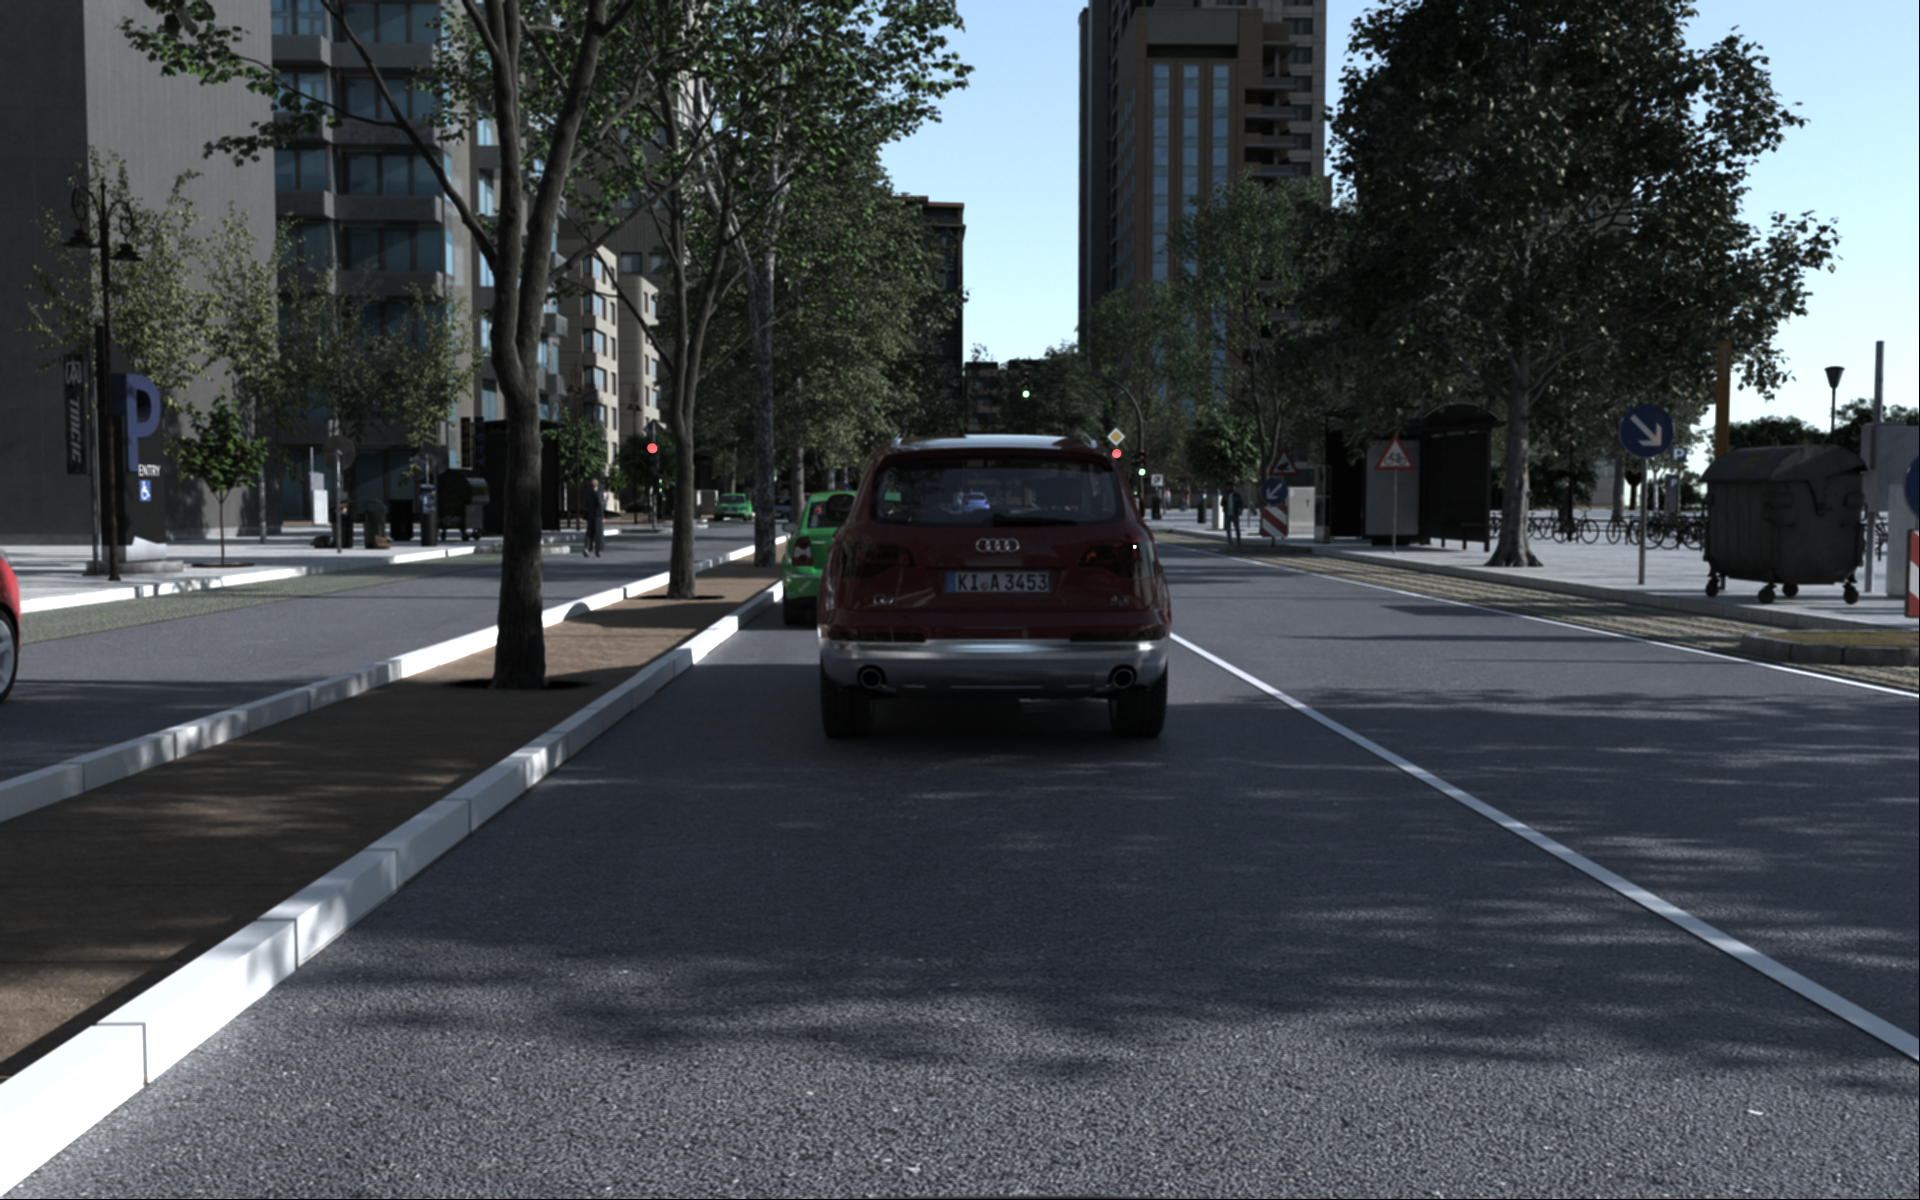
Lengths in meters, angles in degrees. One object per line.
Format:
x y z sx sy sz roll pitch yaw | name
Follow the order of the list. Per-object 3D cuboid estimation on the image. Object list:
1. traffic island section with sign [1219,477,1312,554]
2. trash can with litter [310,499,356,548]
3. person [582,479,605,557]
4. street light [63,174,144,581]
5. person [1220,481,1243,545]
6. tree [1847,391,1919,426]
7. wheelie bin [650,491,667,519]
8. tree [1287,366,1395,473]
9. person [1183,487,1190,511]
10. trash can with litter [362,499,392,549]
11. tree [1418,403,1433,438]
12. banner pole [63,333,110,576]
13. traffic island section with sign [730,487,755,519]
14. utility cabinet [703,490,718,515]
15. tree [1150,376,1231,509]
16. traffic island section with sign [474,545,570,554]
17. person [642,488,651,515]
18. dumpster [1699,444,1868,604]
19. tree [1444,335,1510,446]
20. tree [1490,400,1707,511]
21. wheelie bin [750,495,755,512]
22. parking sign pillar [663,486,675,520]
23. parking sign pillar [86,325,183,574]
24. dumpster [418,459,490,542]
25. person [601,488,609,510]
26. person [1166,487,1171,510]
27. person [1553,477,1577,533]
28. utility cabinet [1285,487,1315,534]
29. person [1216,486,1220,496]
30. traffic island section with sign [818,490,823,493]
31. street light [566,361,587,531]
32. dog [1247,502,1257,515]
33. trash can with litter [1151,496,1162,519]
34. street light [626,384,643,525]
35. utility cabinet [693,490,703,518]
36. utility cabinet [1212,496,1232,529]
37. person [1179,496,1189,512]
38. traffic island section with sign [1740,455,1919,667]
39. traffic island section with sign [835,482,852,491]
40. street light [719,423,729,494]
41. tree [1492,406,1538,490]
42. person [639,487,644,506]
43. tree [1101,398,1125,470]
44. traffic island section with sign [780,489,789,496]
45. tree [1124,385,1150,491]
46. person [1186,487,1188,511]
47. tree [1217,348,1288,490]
7.385 -2.051 42.167 1.989 1.847 2.006 0 4 -1 | traffic island section with sign
-14.870 -1.812 41.008 1.055 1.170 0.624 1 4 8 | trash can with litter
-8.296 -1.858 39.299 0.576 1.772 0.534 1 4 9 | person
-12.510 -3.221 25.444 0.468 5.910 1.993 0 4 -1 | street light
7.369 -2.332 46.983 0.623 1.781 0.721 1 4 9 | person
54.111 -8.258 97.926 20.602 7.101 11.467 0 4 3 | tree
-15.530 -4.967 89.121 0.693 1.594 0.980 1 4 9 | wheelie bin
18.734 -8.080 82.463 4.360 8.622 3.978 0 3 0 | tree
17.543 -7.843 134.254 0.580 1.828 0.573 0 4 -6 | person
-13.586 -1.784 40.561 0.624 1.170 1.055 -3 4 -38 | trash can with litter
33.923 -10.984 129.944 4.737 8.622 4.395 0 3 0 | tree
-13.765 -2.273 27.182 0.863 3.779 0.401 2 4 27 | banner pole
-11.967 -5.494 98.462 1.989 1.847 2.006 0 4 -1 | traffic island section with sign
-15.069 -5.807 103.615 1.173 1.500 0.318 2 4 24 | utility cabinet
14.448 -9.361 103.419 4.737 8.622 4.395 0 3 0 | tree
-10.537 -2.035 41.905 1.989 1.847 2.006 0 4 -1 | traffic island section with sign
-19.604 -6.256 108.331 0.555 1.821 0.388 0 4 -8 | person
9.890 -0.922 20.827 1.264 1.857 1.865 0 4 -1 | dumpster
22.811 -7.668 75.726 4.360 8.622 3.978 0 3 0 | tree
49.520 -14.406 137.366 18.604 14.587 13.155 0 4 -2 | tree
-15.168 -7.166 125.065 0.693 1.594 0.980 -2 4 -26 | wheelie bin
-14.302 -6.057 87.505 1.447 3.967 1.447 0 4 -5 | parking sign pillar
-13.562 -2.440 28.361 1.447 3.967 1.447 0 4 2 | parking sign pillar
-13.844 -2.744 47.351 1.502 2.255 1.985 0 4 -1 | dumpster
-21.367 -5.942 104.030 0.563 1.720 0.643 -2 4 -26 | person
16.701 -8.131 139.001 0.388 1.821 0.555 2 4 35 | person
19.735 -3.097 56.459 0.755 1.850 0.659 1 4 23 | person
10.949 -2.842 55.144 1.173 1.500 0.318 -1 4 -15 | utility cabinet
17.285 -6.701 115.628 0.654 1.822 0.581 2 4 30 | person
-13.908 -10.141 174.426 1.989 1.847 2.006 0 4 -1 | traffic island section with sign
-13.341 -5.356 60.355 0.468 5.910 1.993 0 4 -1 | street light
17.636 -5.484 104.035 0.513 0.831 0.800 -1 4 -10 | dog
10.038 -4.675 87.816 0.624 1.170 1.055 0 4 -7 | trash can with litter
-13.657 -6.114 72.750 0.468 5.910 1.993 0 4 -1 | street light
-14.316 -5.101 92.088 1.173 1.500 0.318 3 4 36 | utility cabinet
9.750 -3.259 64.452 0.306 1.237 1.020 3 4 38 | utility cabinet
16.371 -7.049 126.795 0.738 1.151 1.012 0 4 5 | person
8.066 -0.403 15.221 1.989 1.847 2.006 0 4 -1 | traffic island section with sign
-4.815 -3.938 72.521 2.006 1.907 1.989 0 4 -1 | traffic island section with sign
-14.610 -8.232 107.376 0.468 5.910 1.993 0 4 -1 | street light
29.538 -8.656 91.891 4.737 8.622 4.395 0 3 0 | tree
-22.880 -7.275 125.173 0.728 1.800 0.709 0 4 7 | person
12.469 -10.907 128.687 4.737 8.622 4.395 0 3 0 | tree
-12.669 -7.160 125.697 1.989 1.847 2.006 0 4 -1 | traffic island section with sign
13.389 -10.087 115.291 4.737 8.622 4.395 0 3 0 | tree
17.662 -7.903 135.058 0.447 1.846 0.655 0 4 -3 | person
15.625 -8.396 87.631 4.360 8.622 3.978 0 3 0 | tree
